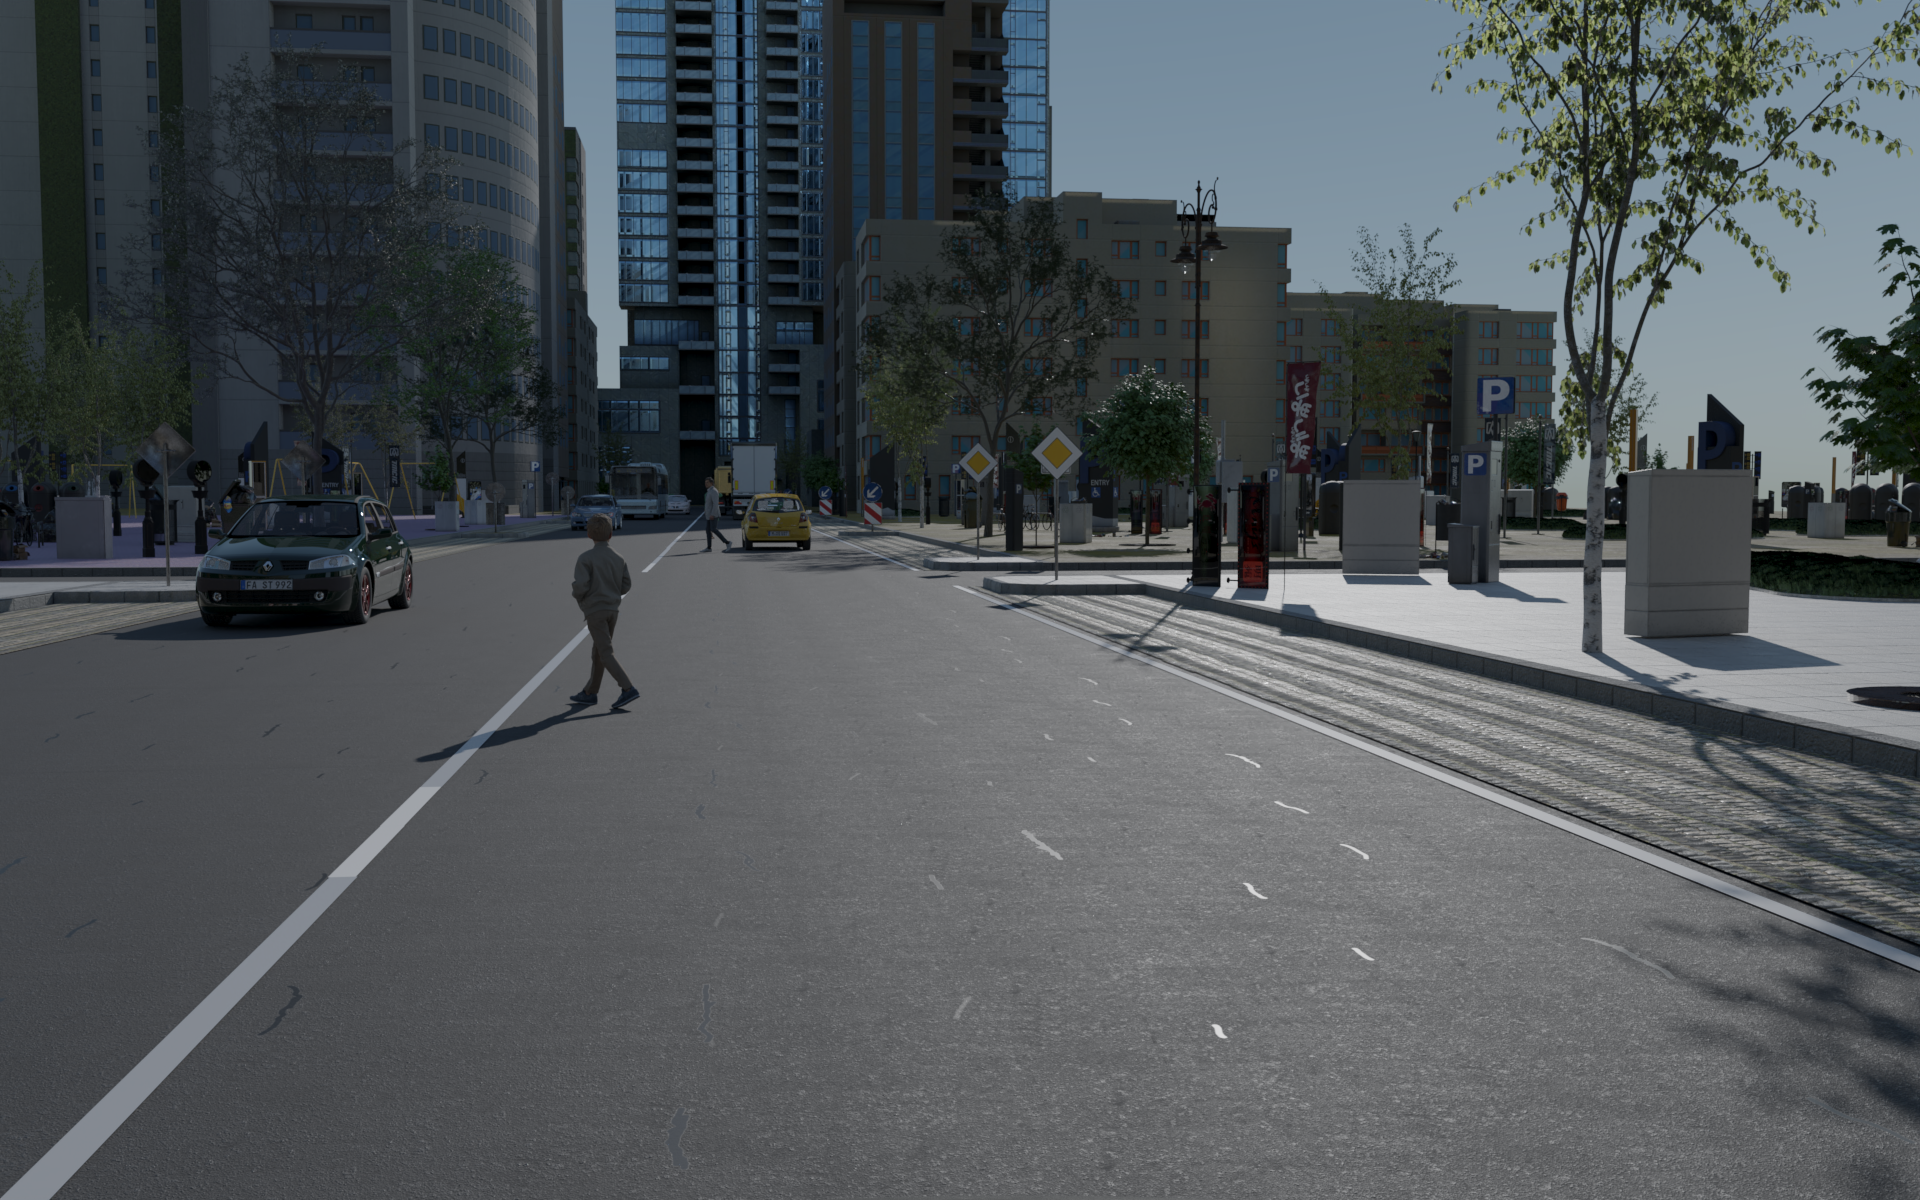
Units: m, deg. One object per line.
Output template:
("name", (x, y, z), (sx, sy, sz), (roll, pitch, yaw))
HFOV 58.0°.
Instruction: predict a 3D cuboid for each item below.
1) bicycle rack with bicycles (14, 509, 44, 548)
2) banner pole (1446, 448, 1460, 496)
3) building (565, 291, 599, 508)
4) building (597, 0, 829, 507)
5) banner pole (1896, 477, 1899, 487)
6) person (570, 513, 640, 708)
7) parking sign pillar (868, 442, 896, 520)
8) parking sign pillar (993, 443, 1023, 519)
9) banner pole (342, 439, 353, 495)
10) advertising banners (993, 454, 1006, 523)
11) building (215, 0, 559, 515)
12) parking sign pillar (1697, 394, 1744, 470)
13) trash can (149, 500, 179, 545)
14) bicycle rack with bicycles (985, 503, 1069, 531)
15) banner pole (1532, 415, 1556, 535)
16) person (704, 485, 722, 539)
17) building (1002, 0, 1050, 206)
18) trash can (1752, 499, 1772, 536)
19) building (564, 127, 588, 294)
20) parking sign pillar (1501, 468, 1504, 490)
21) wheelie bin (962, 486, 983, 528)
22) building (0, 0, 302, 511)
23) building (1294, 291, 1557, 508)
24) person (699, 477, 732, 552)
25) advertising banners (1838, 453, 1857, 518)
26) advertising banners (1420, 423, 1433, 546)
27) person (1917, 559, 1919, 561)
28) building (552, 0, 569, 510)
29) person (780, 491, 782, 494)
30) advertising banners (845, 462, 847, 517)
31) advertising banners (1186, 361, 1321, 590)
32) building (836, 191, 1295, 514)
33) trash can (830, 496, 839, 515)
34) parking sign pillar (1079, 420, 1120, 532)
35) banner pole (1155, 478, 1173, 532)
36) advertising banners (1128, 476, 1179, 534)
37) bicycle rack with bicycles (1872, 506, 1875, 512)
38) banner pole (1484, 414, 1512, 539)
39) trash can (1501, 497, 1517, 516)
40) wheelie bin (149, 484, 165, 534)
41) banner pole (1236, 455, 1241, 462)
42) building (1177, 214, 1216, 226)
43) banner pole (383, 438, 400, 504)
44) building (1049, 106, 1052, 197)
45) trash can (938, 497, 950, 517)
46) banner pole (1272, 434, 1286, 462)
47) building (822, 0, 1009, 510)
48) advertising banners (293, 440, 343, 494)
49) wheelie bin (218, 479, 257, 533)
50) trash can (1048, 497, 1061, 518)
("bicycle rack with bicycles", (-23.207, -1.722, 41.532), (2.852, 0.926, 2.925), (-2, 4, -24))
("banner pole", (26.509, -6.322, 93.374), (0.863, 3.779, 0.401), (2, 4, 29))
("building", (-49.982, -19.515, 164.113), (28.899, 21.520, 27.650), (0, 4, -8))
("building", (-27.711, -54.351, 201.315), (31.000, 86.520, 22.319), (0, 4, -8))
("banner pole", (40.130, -5.145, 74.135), (0.401, 3.779, 0.863), (3, 4, 36))
("person", (-2.416, 0.070, 11.636), (0.640, 1.303, 0.475), (2, 4, 26))
("parking sign pillar", (-3.990, -6.079, 87.856), (1.447, 3.967, 1.447), (-1, 4, -21))
("parking sign pillar", (2.543, -6.118, 88.508), (1.447, 3.967, 1.447), (-1, 4, -17))
("banner pole", (-27.936, -5.450, 79.127), (0.401, 3.779, 0.863), (1, 4, 20))
("advertising banners", (2.039, -4.937, 76.913), (0.090, 3.025, 2.074), (3, 5, 42))
("building", (-39.747, -35.228, 117.983), (21.231, 58.520, 28.212), (0, 4, -8))
("parking sign pillar", (20.175, -3.518, 45.987), (1.447, 3.967, 1.447), (-1, 4, -16))
("trash can", (-19.977, -1.946, 43.463), (0.748, 1.137, 0.748), (0, 3, 0))
("bicycle rack with bicycles", (2.118, -2.922, 61.153), (2.852, 0.926, 2.925), (-1, 4, -20))
("banner pole", (18.424, -3.946, 54.539), (0.401, 3.779, 0.863), (-2, 4, -29))
("person", (-7.968, -2.858, 55.475), (0.600, 1.795, 0.529), (1, 4, 20))
("building", (-3.025, -52.220, 166.470), (22.319, 86.520, 31.000), (0, 4, -8))
("trash can", (24.636, -2.554, 53.407), (0.748, 1.137, 0.748), (0, 3, 0))
("building", (-49.430, -31.288, 195.161), (14.086, 41.232, 14.154), (0, 4, -8))
("parking sign pillar", (30.223, -6.723, 98.386), (1.447, 3.967, 1.447), (2, 4, 35))
("wheelie bin", (0.462, -3.505, 65.216), (0.693, 1.594, 0.980), (-1, 4, -19))
("building", (-79.616, -37.895, 161.575), (28.212, 58.520, 21.231), (0, 4, -8))
("building", (40.207, -20.227, 175.758), (28.899, 21.520, 27.650), (0, 4, -8))
("person", (-6.034, -2.103, 42.738), (0.795, 1.843, 0.661), (-1, 4, -16))
("advertising banners", (36.418, -4.582, 71.101), (0.090, 3.025, 2.074), (1, 4, 11))
("advertising banners", (11.302, -2.828, 42.426), (0.090, 3.025, 2.074), (2, 4, 29))
("person", (18.557, -1.464, 33.114), (0.598, 1.740, 0.731), (-1, 4, -22))
("building", (-39.584, -29.975, 140.194), (14.600, 45.320, 14.200), (0, 4, -8))
("person", (-16.115, -8.965, 155.631), (0.434, 1.755, 0.990), (-3, 4, -38))
("advertising banners", (-6.233, -6.030, 94.774), (0.090, 3.025, 2.074), (0, 4, -2))
("advertising banners", (3.960, -1.668, 23.457), (2.074, 3.025, 0.090), (3, 5, 42))
("building", (5.849, -17.132, 125.151), (27.650, 21.520, 28.899), (0, 4, -8))
("trash can", (-7.624, -5.774, 106.052), (0.748, 1.137, 0.748), (0, 3, 0))
("parking sign pillar", (4.683, -4.288, 58.577), (1.447, 3.967, 1.447), (2, 4, 31))
("banner pole", (6.877, -4.204, 58.749), (0.401, 3.779, 0.863), (-2, 4, -35))
("advertising banners", (6.227, -3.613, 55.258), (2.074, 3.025, 0.090), (3, 5, 43))
("bicycle rack with bicycles", (50.327, -5.113, 96.977), (2.852, 0.926, 2.925), (-1, 4, -15))
("banner pole", (15.524, -3.670, 50.014), (0.863, 3.779, 0.401), (0, 4, 2))
("trash can", (25.214, -4.154, 79.570), (0.748, 1.137, 0.748), (0, 3, 0))
("wheelie bin", (-25.923, -2.941, 55.987), (0.693, 1.594, 0.980), (0, 4, -1))
("banner pole", (17.709, -7.343, 110.080), (0.401, 3.779, 0.863), (-1, 4, -15))
("building", (17.913, -24.959, 179.788), (14.107, 30.474, 14.160), (0, 4, -8))
("banner pole", (-25.578, -5.374, 77.874), (0.863, 3.779, 0.401), (-2, 4, -24))
("building", (-1.460, -35.599, 205.748), (21.600, 48.544, 21.300), (0, 4, -8))
("trash can", (-0.894, -5.261, 97.667), (0.748, 1.137, 0.748), (0, 3, 0))
("banner pole", (13.240, -5.028, 72.227), (0.863, 3.779, 0.401), (3, 5, 42))
("building", (-4.109, -30.255, 144.772), (14.600, 45.320, 14.200), (0, 4, -8))
("advertising banners", (-21.189, -3.732, 57.209), (0.090, 3.025, 2.074), (2, 4, 25))
("wheelie bin", (-15.618, -1.808, 37.476), (0.693, 1.594, 0.980), (-1, 4, -12))
("trash can", (5.002, -4.896, 91.704), (0.748, 1.137, 0.748), (0, 3, 0))
